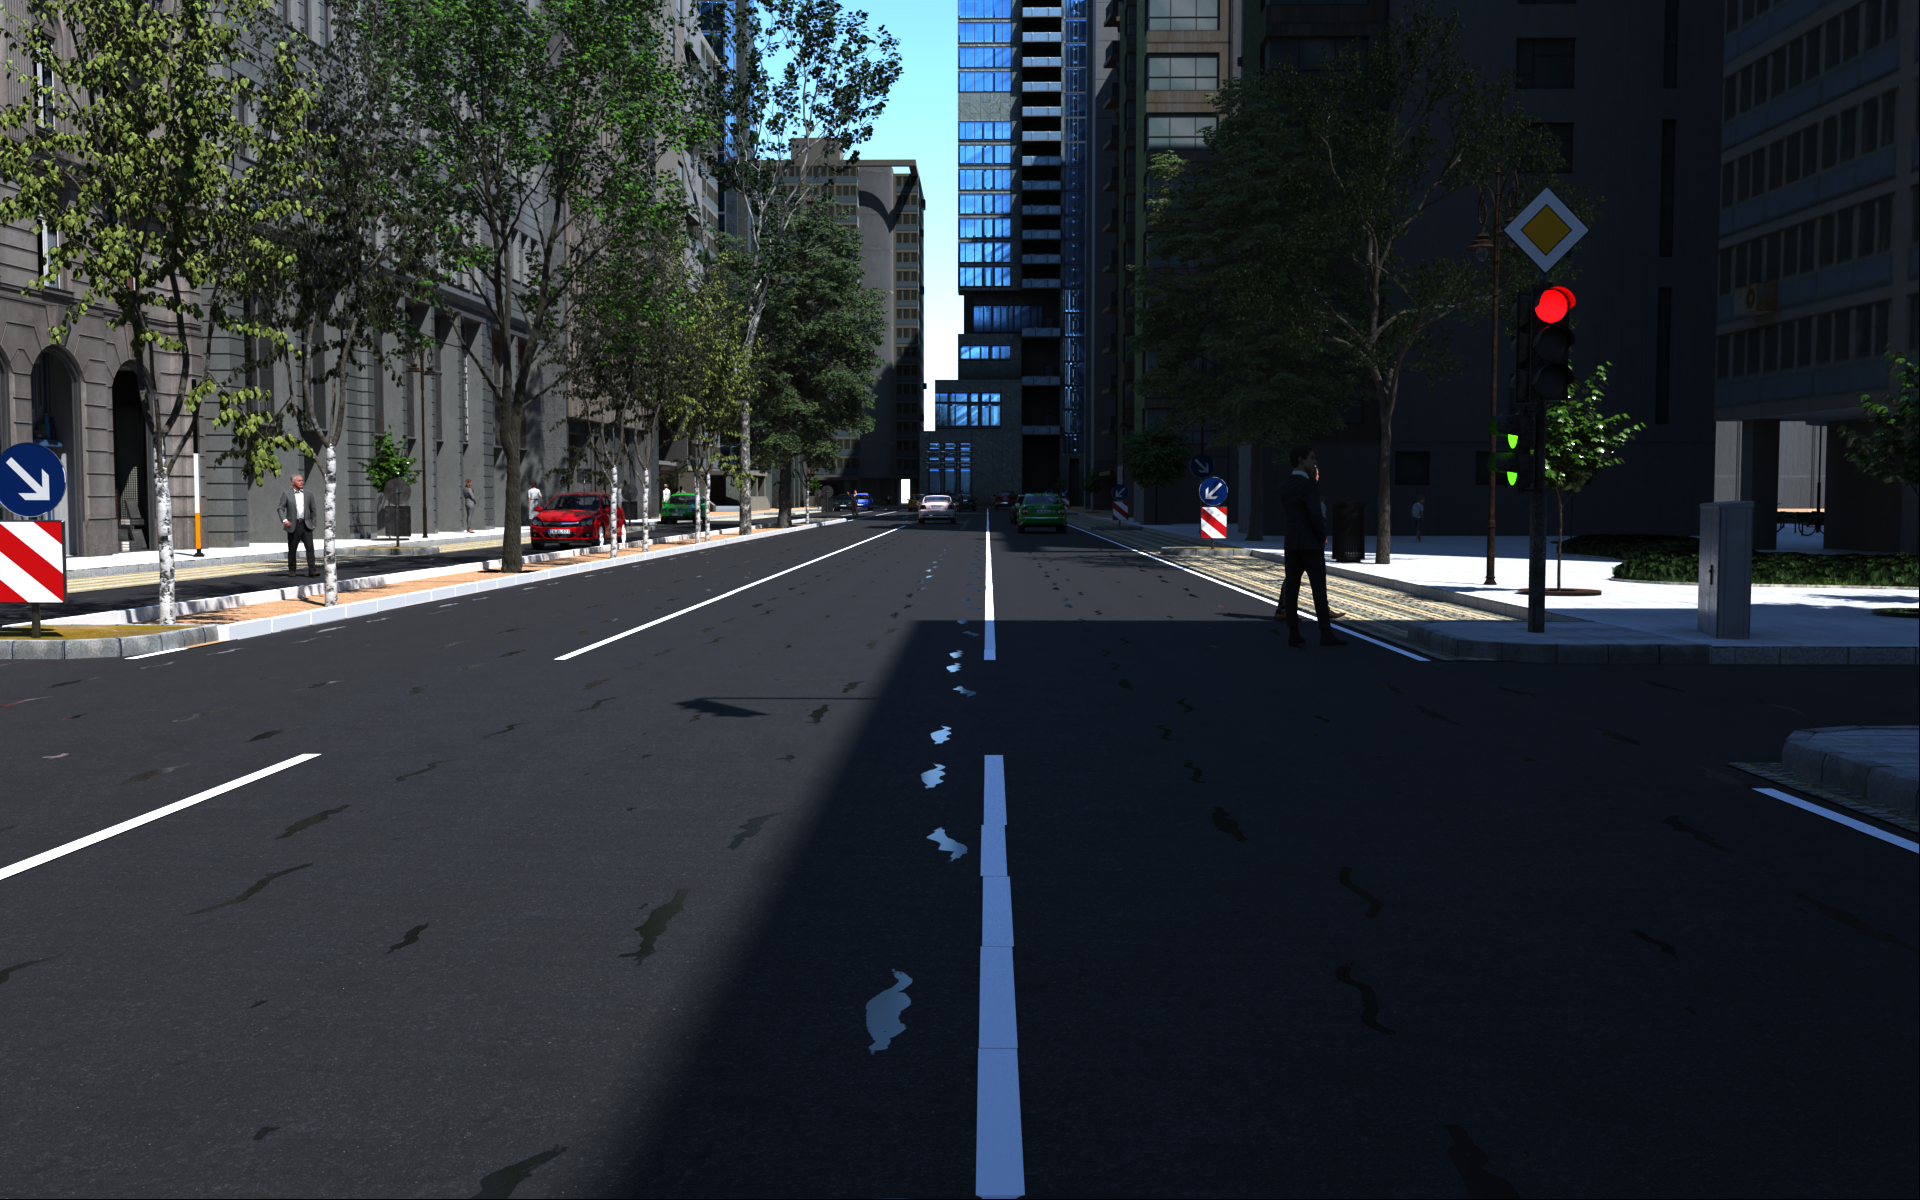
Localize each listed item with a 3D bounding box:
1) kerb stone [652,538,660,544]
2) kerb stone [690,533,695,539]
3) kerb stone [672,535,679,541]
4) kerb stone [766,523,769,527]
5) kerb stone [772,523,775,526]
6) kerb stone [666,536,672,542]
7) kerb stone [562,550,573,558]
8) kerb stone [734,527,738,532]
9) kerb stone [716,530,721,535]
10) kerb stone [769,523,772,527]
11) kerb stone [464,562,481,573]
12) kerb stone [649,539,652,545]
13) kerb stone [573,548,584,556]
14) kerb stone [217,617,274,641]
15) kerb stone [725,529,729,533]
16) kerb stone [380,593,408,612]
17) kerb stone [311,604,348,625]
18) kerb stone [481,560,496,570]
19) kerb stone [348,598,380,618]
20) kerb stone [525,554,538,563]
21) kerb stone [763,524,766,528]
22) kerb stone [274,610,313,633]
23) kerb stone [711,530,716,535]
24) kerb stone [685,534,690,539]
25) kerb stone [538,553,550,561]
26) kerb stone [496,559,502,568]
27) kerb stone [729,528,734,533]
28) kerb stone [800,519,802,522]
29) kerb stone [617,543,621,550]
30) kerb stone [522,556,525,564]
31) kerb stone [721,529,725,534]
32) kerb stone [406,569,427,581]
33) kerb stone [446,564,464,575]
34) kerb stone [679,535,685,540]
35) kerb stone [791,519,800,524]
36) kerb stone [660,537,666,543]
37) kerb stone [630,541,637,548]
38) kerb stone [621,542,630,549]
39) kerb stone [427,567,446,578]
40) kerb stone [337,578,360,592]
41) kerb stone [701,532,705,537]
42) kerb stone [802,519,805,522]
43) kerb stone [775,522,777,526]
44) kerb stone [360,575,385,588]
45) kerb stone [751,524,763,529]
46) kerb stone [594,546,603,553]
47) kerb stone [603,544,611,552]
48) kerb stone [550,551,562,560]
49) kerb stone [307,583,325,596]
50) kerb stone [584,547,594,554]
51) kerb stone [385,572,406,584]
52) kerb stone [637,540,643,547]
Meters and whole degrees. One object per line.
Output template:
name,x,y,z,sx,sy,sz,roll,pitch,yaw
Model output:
kerb stone,-8.758,-1.647,49.171,0.120,0.150,1.000,0,4,1
kerb stone,-8.662,-2.026,55.345,0.120,0.150,1.000,0,4,1
kerb stone,-8.713,-1.838,52.272,0.120,0.150,1.000,0,4,1
kerb stone,-8.370,-3.155,73.777,0.120,0.150,1.000,0,4,1
kerb stone,-8.343,-3.281,75.833,0.120,0.150,1.000,0,4,1
kerb stone,-8.732,-1.776,51.238,0.120,0.150,1.000,0,4,1
kerb stone,-8.928,-1.020,38.909,0.120,0.150,1.000,0,4,1
kerb stone,-8.519,-2.592,64.567,0.120,0.150,1.000,0,4,1
kerb stone,-8.580,-2.341,60.463,0.120,0.150,1.000,0,4,1
kerb stone,-8.361,-3.218,74.804,0.120,0.150,1.000,0,4,1
kerb stone,-9.034,-0.583,31.731,0.120,0.150,1.000,0,4,1
kerb stone,-8.783,-1.587,48.149,0.120,0.150,1.000,0,4,1
kerb stone,-8.908,-1.085,39.931,0.120,0.150,1.000,0,4,1
kerb stone,-7.159,0.297,17.335,0.120,0.150,1.000,0,4,1
kerb stone,-8.554,-2.465,62.515,0.120,0.150,1.000,0,4,1
kerb stone,-7.096,0.046,21.449,0.120,0.150,1.000,0,4,1
kerb stone,-7.126,0.171,19.398,0.120,0.150,1.000,0,4,1
kerb stone,-9.020,-0.641,32.753,0.120,0.150,1.000,0,4,1
kerb stone,-7.109,0.108,20.423,0.120,0.150,1.000,0,4,1
kerb stone,-8.972,-0.831,35.831,0.120,0.150,1.000,0,4,1
kerb stone,-8.389,-3.090,72.755,0.120,0.150,1.000,0,4,1
kerb stone,-7.144,0.242,18.364,0.120,0.150,1.000,0,4,1
kerb stone,-8.605,-2.276,59.435,0.120,0.150,1.000,0,4,1
kerb stone,-8.678,-1.965,54.317,0.120,0.150,1.000,0,4,1
kerb stone,-8.956,-0.896,36.852,0.120,0.150,1.000,0,4,1
kerb stone,-9.008,-0.709,33.780,0.120,0.150,1.000,0,4,1
kerb stone,-8.533,-2.529,63.545,0.120,0.150,1.000,0,4,1
kerb stone,-8.167,-3.961,87.101,0.120,0.150,1.000,0,4,1
kerb stone,-8.845,-1.337,44.047,0.120,0.150,1.000,0,4,1
kerb stone,-8.986,-0.770,34.802,0.120,0.150,1.000,0,4,1
kerb stone,-8.566,-2.403,61.488,0.120,0.150,1.000,0,4,1
kerb stone,-9.088,-0.395,28.654,0.120,0.150,1.000,0,4,1
kerb stone,-9.053,-0.512,30.702,0.120,0.150,1.000,0,4,1
kerb stone,-8.691,-1.902,53.295,0.120,0.150,1.000,0,4,1
kerb stone,-8.179,-3.905,86.079,0.120,0.150,1.000,0,4,1
kerb stone,-8.744,-1.713,50.201,0.120,0.150,1.000,0,4,1
kerb stone,-8.815,-1.458,46.100,0.120,0.150,1.000,0,4,1
kerb stone,-8.827,-1.399,45.076,0.120,0.150,1.000,0,4,1
kerb stone,-9.072,-0.458,29.679,0.120,0.150,1.000,0,4,1
kerb stone,-9.136,-0.204,25.580,0.120,0.150,1.000,0,4,1
kerb stone,-8.629,-2.153,57.390,0.120,0.150,1.000,0,4,1
kerb stone,-8.151,-4.030,88.128,0.120,0.150,1.000,0,4,1
kerb stone,-8.327,-3.343,76.857,0.120,0.150,1.000,0,4,1
kerb stone,-9.114,-0.269,26.605,0.120,0.150,1.000,0,4,1
kerb stone,-8.406,-3.030,71.733,0.120,0.150,1.000,0,4,1
kerb stone,-8.877,-1.210,41.980,0.120,0.150,1.000,0,4,1
kerb stone,-8.857,-1.274,43.022,0.120,0.150,1.000,0,4,1
kerb stone,-8.936,-0.955,37.882,0.120,0.150,1.000,0,4,1
kerb stone,-9.156,-0.144,24.550,0.120,0.150,1.000,0,4,1
kerb stone,-8.900,-1.148,40.957,0.120,0.150,1.000,0,4,1
kerb stone,-9.099,-0.331,27.628,0.120,0.150,1.000,0,4,1
kerb stone,-8.792,-1.521,47.122,0.120,0.150,1.000,0,4,1
